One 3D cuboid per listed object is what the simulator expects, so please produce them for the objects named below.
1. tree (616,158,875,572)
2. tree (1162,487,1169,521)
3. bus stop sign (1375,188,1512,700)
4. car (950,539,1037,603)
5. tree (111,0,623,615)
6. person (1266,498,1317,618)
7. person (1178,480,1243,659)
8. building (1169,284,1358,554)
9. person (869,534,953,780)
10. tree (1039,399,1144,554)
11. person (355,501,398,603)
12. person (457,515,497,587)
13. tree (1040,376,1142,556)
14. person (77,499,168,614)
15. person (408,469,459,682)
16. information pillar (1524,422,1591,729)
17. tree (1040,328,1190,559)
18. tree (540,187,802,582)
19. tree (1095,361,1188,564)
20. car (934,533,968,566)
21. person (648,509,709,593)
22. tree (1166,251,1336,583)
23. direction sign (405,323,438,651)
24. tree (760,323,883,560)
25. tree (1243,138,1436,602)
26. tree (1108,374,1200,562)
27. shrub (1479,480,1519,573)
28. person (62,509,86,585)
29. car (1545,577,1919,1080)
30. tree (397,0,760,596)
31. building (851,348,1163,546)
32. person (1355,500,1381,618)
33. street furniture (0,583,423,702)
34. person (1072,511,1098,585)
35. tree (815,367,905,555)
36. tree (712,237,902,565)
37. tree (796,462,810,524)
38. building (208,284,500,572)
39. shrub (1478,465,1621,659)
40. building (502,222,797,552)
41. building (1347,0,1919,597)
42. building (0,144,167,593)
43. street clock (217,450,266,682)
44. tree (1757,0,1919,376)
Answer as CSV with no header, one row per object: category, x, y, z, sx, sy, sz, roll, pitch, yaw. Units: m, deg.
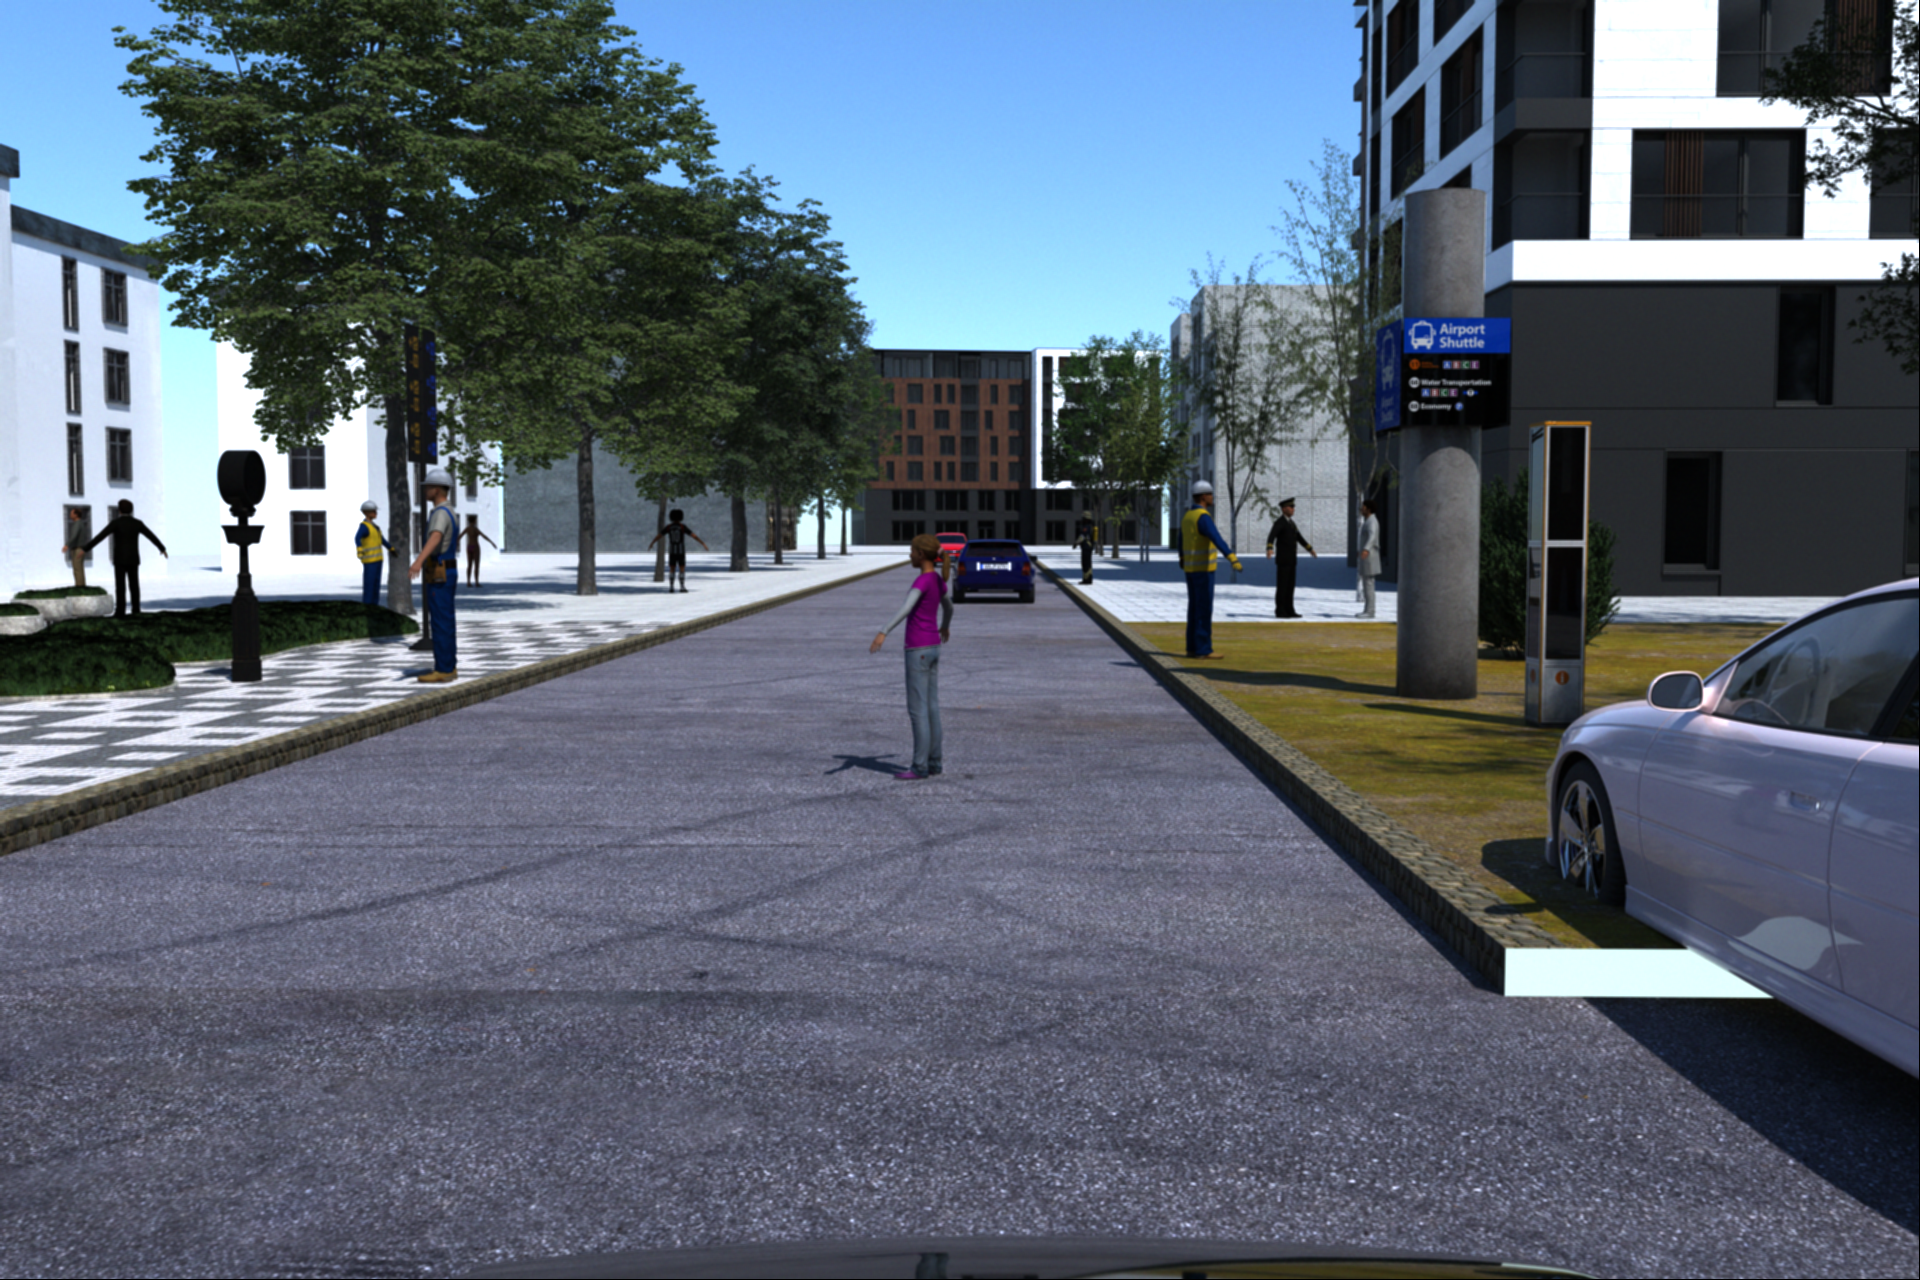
tree,-7.551,-9.280,58.380,9.857,13.997,8.962,0,3,0
tree,25.381,-15.398,202.118,4.737,8.622,4.395,0,3,0
bus stop sign,3.761,-1.501,13.563,0.837,3.901,0.837,0,4,0
car,0.703,-1.506,37.207,1.945,1.354,3.894,0,4,0
tree,-9.275,-6.657,26.963,7.486,12.596,7.792,0,3,0
person,5.017,-1.257,26.480,0.705,1.837,1.347,3,5,42
person,2.519,-0.730,17.900,0.705,1.833,1.349,-1,4,-17
building,25.847,-16.203,131.383,16.747,18.905,31.486,0,4,1
person,-0.269,0.094,10.191,0.599,1.433,0.991,2,4,24
tree,8.841,-10.758,110.302,8.767,10.594,7.601,1,4,15
person,-8.574,-1.162,25.456,0.721,1.772,1.216,0,4,6
person,-11.775,-2.157,42.066,1.217,1.733,0.721,1,4,23
tree,7.919,-10.137,100.150,7.601,10.594,8.767,-2,4,-31
person,-12.646,-1.227,26.244,0.705,1.806,1.347,3,5,41
person,-4.564,-0.567,15.132,0.705,1.847,1.347,0,4,-6
information pillar,3.962,-0.429,11.500,0.304,2.012,0.304,0,4,-1
tree,7.966,-9.959,88.584,9.928,11.665,9.643,0,3,0
tree,-7.723,-6.831,46.103,7.601,10.594,8.767,0,4,-8
tree,7.801,-7.582,74.335,4.737,8.622,4.395,0,3,0
car,-0.428,-4.114,76.297,2.155,1.783,4.494,0,4,2
person,-6.187,-1.944,37.922,1.345,1.843,0.704,0,4,5
tree,7.057,-5.831,45.692,4.360,8.622,3.978,0,3,0
direction sign,-5.922,-1.659,19.118,0.379,3.537,0.876,0,4,2
tree,-7.219,-10.317,86.805,7.486,12.596,7.792,0,3,0
tree,7.674,-5.025,32.518,4.360,8.622,3.978,0,3,0
tree,8.956,-7.956,80.438,4.737,8.622,4.395,0,3,0
shrub,7.172,-1.179,23.703,1.690,2.028,1.600,0,3,0
person,-18.101,-1.787,35.481,0.705,1.796,1.348,-1,4,-14
car,3.133,0.466,4.748,2.083,1.381,4.827,0,4,1
tree,-8.230,-7.209,36.000,7.486,12.596,7.792,0,3,0
building,4.332,-21.766,202.311,32.646,21.610,27.936,0,4,-7
person,6.232,-1.245,26.535,0.705,1.806,1.347,1,4,10
street furniture,-9.211,-0.152,18.114,5.734,0.657,10.072,0,4,1
person,3.197,-2.339,44.020,0.705,1.856,1.354,2,4,24
tree,-6.858,-10.894,103.878,9.928,11.665,9.643,0,3,0
tree,-7.560,-9.875,71.834,12.009,13.543,11.850,0,3,0
tree,-21.302,-17.811,197.863,9.857,13.997,8.962,0,3,0
building,-24.031,-7.967,72.404,9.099,9.664,28.070,0,4,2
shrub,5.947,-0.843,17.831,1.661,2.075,1.752,0,3,0
building,-22.577,-18.281,129.823,19.493,23.208,18.063,0,4,1
building,25.393,-12.650,50.810,27.936,21.610,32.646,0,4,1
building,-25.098,-5.873,38.171,9.099,9.664,28.070,0,4,2
street clock,-6.204,-0.639,15.011,0.358,2.002,0.471,0,4,1
tree,14.125,-5.238,20.048,8.767,10.594,7.601,-1,4,-9
